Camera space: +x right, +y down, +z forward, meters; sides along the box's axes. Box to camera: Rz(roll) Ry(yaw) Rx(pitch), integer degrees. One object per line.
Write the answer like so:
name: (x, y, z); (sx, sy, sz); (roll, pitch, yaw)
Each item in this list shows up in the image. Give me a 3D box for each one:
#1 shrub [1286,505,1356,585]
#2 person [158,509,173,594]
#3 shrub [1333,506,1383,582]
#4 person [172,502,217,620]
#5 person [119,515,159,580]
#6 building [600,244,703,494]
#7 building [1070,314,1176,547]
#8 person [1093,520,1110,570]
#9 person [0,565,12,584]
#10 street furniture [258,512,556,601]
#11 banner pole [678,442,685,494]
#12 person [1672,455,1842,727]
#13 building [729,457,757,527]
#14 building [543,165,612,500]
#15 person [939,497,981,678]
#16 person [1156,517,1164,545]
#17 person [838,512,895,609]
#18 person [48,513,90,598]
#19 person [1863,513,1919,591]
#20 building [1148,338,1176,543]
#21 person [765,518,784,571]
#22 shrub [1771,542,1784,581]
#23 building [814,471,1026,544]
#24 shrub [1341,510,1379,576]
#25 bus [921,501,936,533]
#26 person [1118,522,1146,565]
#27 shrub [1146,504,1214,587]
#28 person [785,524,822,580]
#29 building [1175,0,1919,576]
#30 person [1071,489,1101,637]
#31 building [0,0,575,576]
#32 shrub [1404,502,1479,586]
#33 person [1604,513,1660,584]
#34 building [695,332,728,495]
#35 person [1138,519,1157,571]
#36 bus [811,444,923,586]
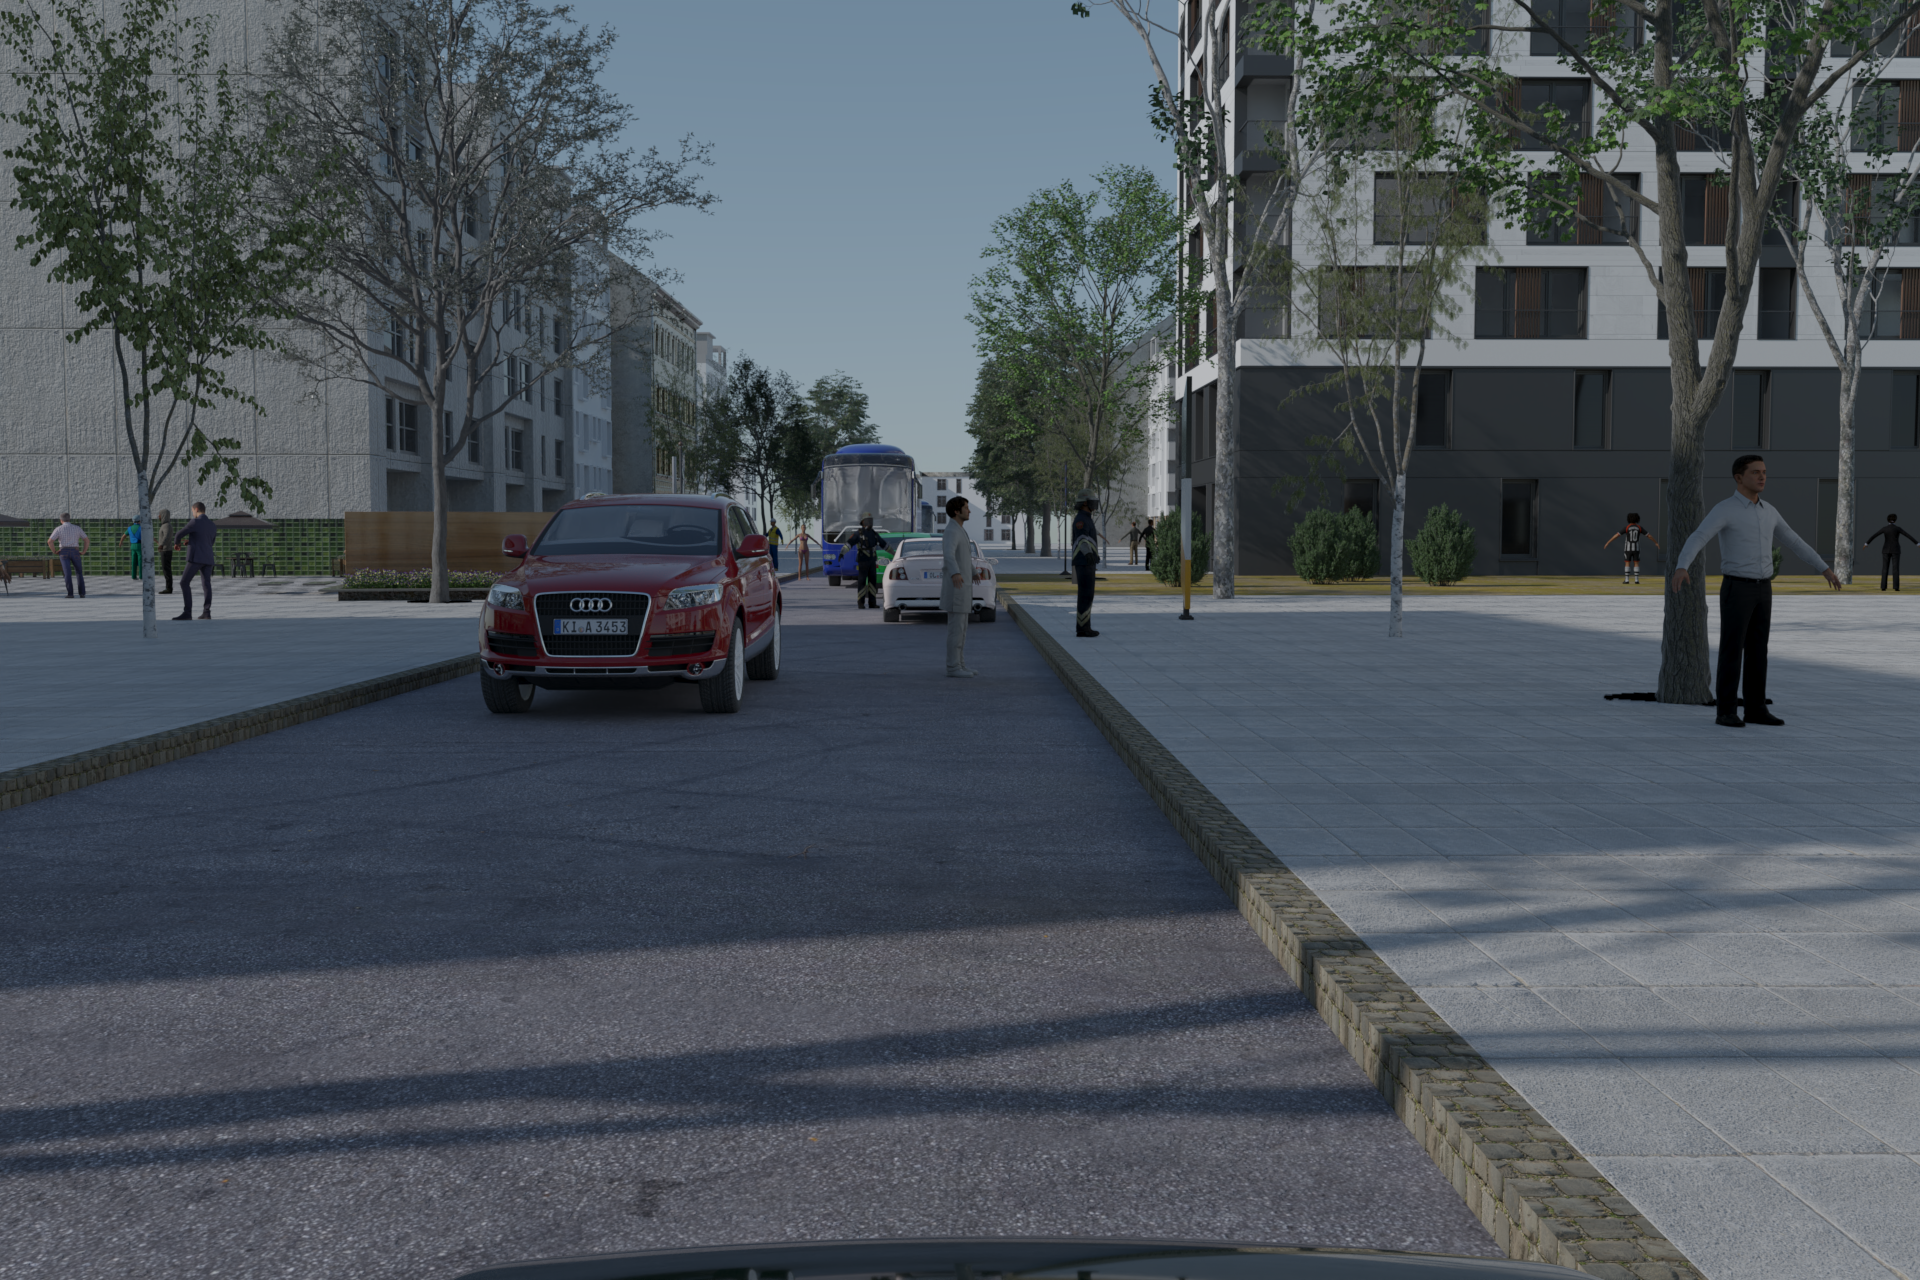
shrub: (9.175, -2.422, 44.015); (1.690, 2.028, 1.600); (0, 3, 0)
person: (-17.011, -1.891, 37.044); (0.705, 1.813, 1.348); (-2, 4, -23)
shrub: (10.543, -2.599, 46.527); (1.661, 2.075, 1.752); (0, 3, 0)
person: (-11.515, -1.190, 25.955); (0.568, 1.767, 0.683); (1, 4, 18)
person: (-22.825, -2.570, 48.143); (1.347, 1.817, 0.704); (1, 4, 13)
building: (-28.060, -17.369, 114.904); (19.493, 23.208, 18.063); (0, 4, 0)
building: (21.330, -21.145, 176.652); (19.493, 23.208, 18.063); (0, 4, -1)
person: (4.621, -3.375, 61.041); (1.347, 1.847, 0.705); (2, 4, 30)
person: (-7.284, -0.339, 12.295); (0.721, 1.744, 1.215); (1, 4, 19)
street furniture: (-9.066, -1.782, 35.988); (11.010, 1.723, 9.812); (-1, 4, -13)
banner pole: (-7.560, -3.500, 47.243); (0.401, 3.779, 0.863); (0, 4, 1)
person: (5.289, -0.333, 11.605); (1.344, 1.810, 0.704); (-1, 4, -18)
building: (-28.031, -15.873, 201.674); (9.099, 9.664, 28.070); (0, 4, -1)
building: (-25.556, -14.301, 90.244); (16.016, 20.090, 11.380); (0, 4, -1)
person: (0.006, -0.538, 17.434); (0.705, 1.806, 1.347); (1, 4, 8)
person: (6.787, -3.228, 58.551); (0.705, 1.858, 1.354); (1, 4, 11)
person: (-1.771, -1.531, 33.265); (1.354, 1.856, 0.705); (-2, 4, -32)
person: (-17.835, -1.693, 34.659); (0.756, 1.711, 0.436); (-2, 4, -33)
person: (20.914, -1.965, 38.856); (1.216, 1.740, 0.721); (3, 5, 41)
building: (23.211, -18.875, 165.031); (16.016, 20.090, 11.380); (0, 3, 0)
person: (-6.506, -3.316, 60.183); (0.705, 1.833, 1.349); (-3, 5, -43)
shrub: (21.274, -2.126, 45.885); (1.383, 1.207, 1.383); (0, 3, 0)
building: (-5.086, -17.512, 230.930); (28.070, 9.664, 9.099); (0, 4, 3)
shrub: (11.702, -2.899, 51.825); (1.690, 2.028, 1.600); (0, 3, 0)
bus: (-3.220, -8.492, 130.389); (2.896, 3.916, 12.251); (0, 4, -1)
person: (7.226, -4.027, 72.105); (1.348, 1.796, 0.705); (-2, 4, -23)
shrub: (5.316, -2.296, 41.963); (1.690, 2.028, 1.600); (0, 3, 0)
person: (-4.817, -2.709, 53.545); (1.217, 1.733, 0.721); (-1, 4, -16)
building: (22.192, -13.761, 68.973); (27.936, 21.610, 32.646); (0, 4, -1)
person: (1.600, -0.964, 21.637); (0.704, 1.845, 1.351); (0, 4, 7)
building: (-26.789, -12.336, 68.145); (16.747, 18.905, 31.486); (0, 4, -1)
shrub: (11.849, -2.358, 42.597); (1.661, 2.075, 1.752); (0, 3, 0)
person: (17.260, -2.343, 44.459); (1.345, 1.843, 0.704); (1, 4, 13)
building: (-28.470, -18.766, 163.251); (16.016, 20.090, 11.380); (0, 4, 0)
person: (6.643, -3.304, 60.237); (0.704, 1.802, 1.346); (-3, 5, -40)
bus: (-2.474, -3.629, 50.876); (2.896, 3.916, 12.251); (0, 4, -1)
